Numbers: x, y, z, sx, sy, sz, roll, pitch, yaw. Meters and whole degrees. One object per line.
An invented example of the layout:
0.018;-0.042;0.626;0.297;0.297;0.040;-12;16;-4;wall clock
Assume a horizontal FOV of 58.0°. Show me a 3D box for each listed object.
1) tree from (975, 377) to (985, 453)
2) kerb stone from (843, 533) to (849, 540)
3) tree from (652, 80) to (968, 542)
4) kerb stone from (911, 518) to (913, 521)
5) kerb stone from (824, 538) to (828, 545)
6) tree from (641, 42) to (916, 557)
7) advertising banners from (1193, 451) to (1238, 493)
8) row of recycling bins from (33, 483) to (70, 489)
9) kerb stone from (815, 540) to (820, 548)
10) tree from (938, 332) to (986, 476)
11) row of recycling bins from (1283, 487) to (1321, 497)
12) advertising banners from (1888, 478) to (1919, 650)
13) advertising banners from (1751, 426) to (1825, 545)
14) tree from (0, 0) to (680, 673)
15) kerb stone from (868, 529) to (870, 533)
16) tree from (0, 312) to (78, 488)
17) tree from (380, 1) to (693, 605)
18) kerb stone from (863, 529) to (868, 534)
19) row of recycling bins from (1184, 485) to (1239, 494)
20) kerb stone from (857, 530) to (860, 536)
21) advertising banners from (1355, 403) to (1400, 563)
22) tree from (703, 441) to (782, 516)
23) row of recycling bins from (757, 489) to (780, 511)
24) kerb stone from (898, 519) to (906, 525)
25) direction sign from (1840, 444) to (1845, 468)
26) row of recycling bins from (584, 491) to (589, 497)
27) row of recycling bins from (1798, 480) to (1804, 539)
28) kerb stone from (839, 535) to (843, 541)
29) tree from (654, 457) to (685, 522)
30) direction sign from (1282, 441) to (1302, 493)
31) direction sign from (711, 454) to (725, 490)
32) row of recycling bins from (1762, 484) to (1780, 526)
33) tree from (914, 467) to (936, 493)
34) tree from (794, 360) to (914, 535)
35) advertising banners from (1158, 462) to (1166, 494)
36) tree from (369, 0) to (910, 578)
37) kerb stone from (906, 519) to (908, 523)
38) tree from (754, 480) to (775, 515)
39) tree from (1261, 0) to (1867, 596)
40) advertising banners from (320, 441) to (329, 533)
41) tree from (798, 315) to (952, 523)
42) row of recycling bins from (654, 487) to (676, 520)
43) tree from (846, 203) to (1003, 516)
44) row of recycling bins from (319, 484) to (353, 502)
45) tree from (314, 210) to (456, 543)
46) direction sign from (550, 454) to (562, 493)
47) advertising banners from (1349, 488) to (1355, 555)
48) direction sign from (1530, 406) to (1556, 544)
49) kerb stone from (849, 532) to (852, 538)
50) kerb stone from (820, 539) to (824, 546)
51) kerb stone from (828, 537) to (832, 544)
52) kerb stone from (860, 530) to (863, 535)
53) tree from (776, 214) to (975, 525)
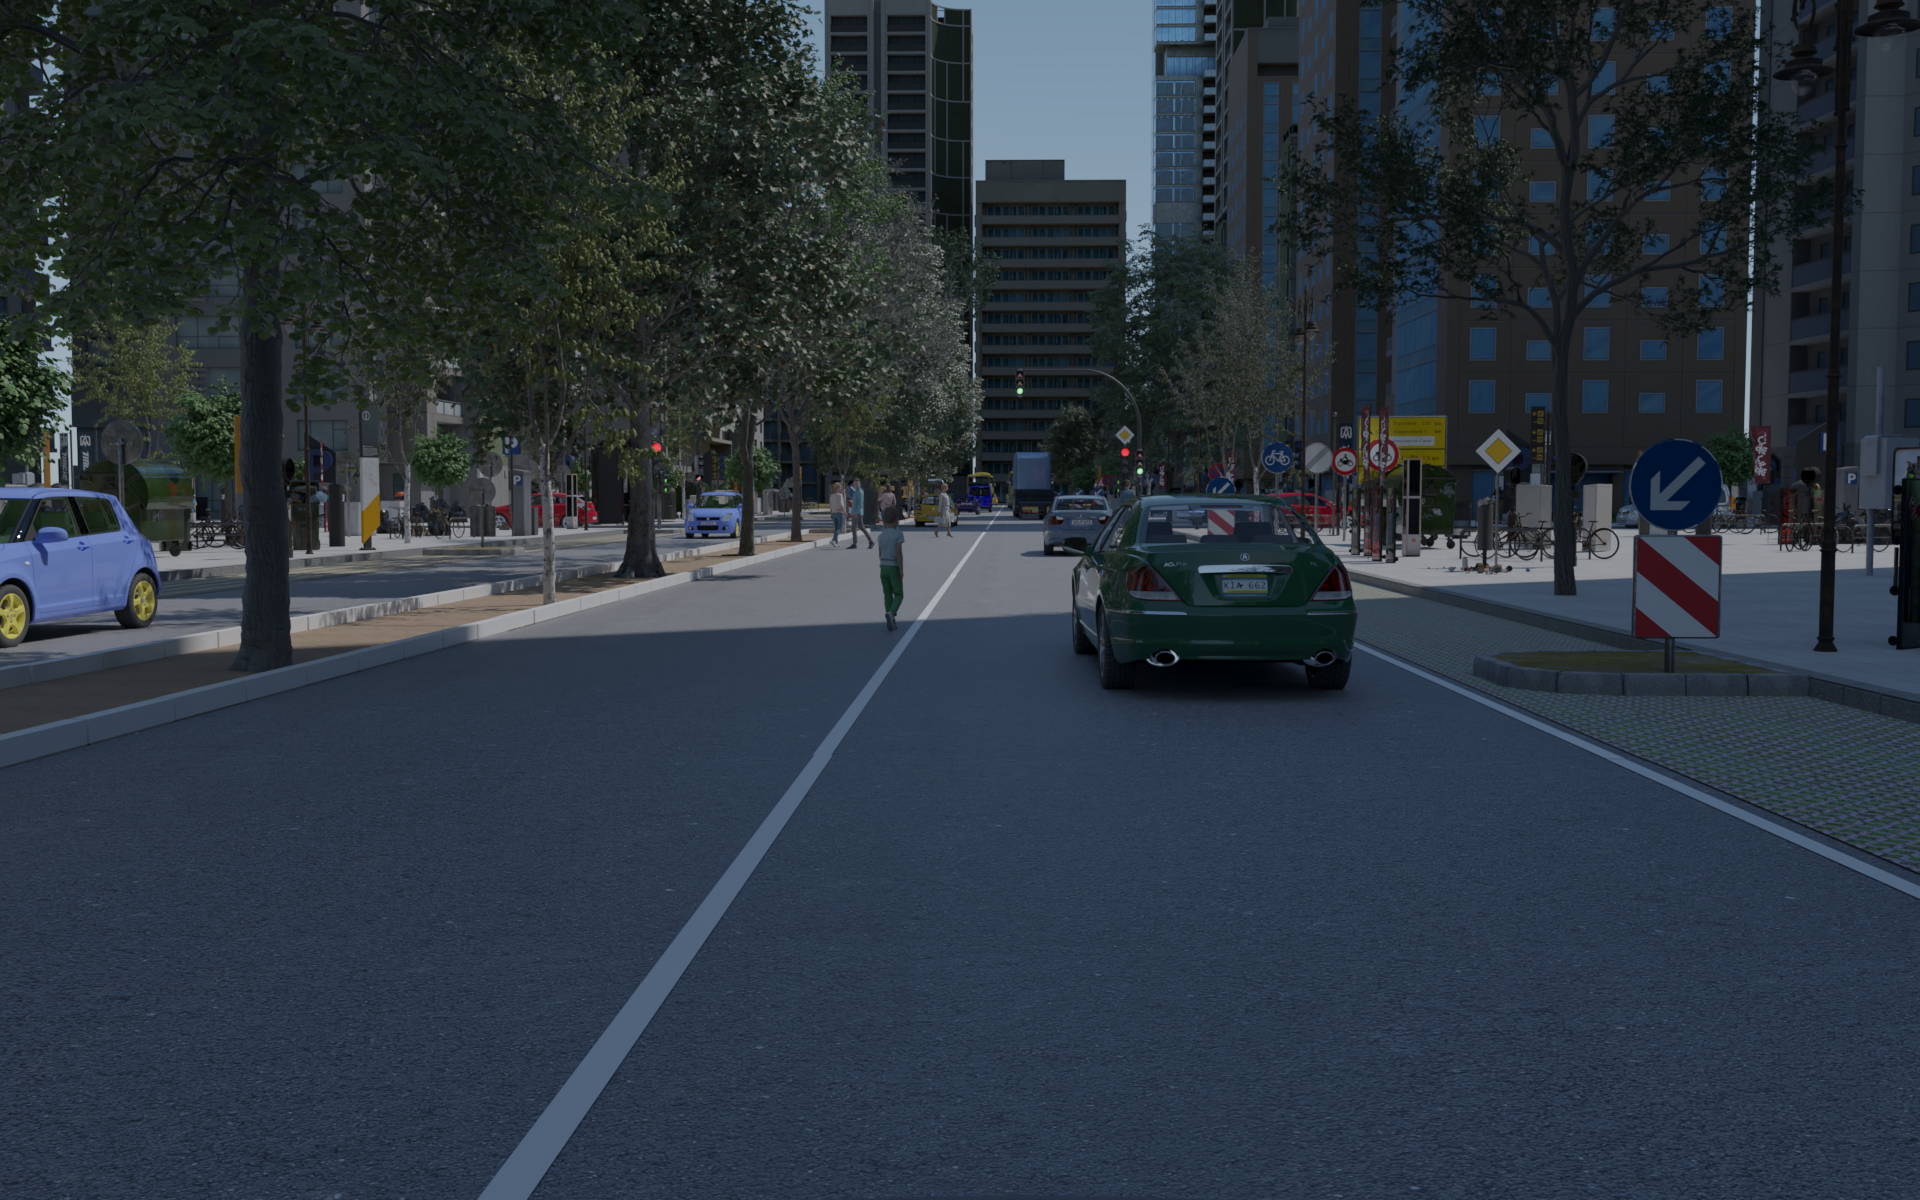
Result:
-2.603;-13.254;125.822;9.857;13.997;8.962;0;3;0;tree
-3.685;-1.972;54.497;0.120;0.150;1.000;0;4;2;kerb stone
-4.850;-8.455;51.062;12.009;13.543;11.850;0;3;0;tree
-2.649;-4.073;88.786;0.120;0.150;1.000;0;4;2;kerb stone
-3.874;-1.600;48.350;0.120;0.150;1.000;0;4;2;kerb stone
-4.801;-6.800;39.388;9.928;11.665;9.643;0;3;0;tree
10.312;-4.533;70.300;2.074;3.025;0.090;2;4;33;advertising banners
-34.286;-3.478;63.982;3.534;1.692;1.069;1;4;22;row of recycling bins
-3.933;-1.475;46.307;0.120;0.150;1.000;0;4;2;kerb stone
-3.412;-10.728;94.864;9.611;12.733;9.660;0;3;0;tree
20.273;-6.023;105.581;3.534;1.692;1.069;2;4;27;row of recycling bins
8.511;-1.132;14.700;2.074;3.025;0.090;-2;4;-34;advertising banners
21.114;-2.926;44.035;0.090;3.025;2.074;-3;5;-43;advertising banners
-5.721;-5.719;14.090;7.486;12.596;7.792;0;3;0;tree
-3.440;-2.477;62.690;0.120;0.150;1.000;0;4;2;kerb stone
-15.281;-2.617;26.499;4.285;4.588;4.351;0;3;0;tree
-5.249;-4.218;21.790;4.737;8.622;4.395;0;3;0;tree
-3.474;-2.413;61.669;0.120;0.150;1.000;0;4;2;kerb stone
12.588;-4.860;86.568;3.534;1.692;1.069;-3;4;-37;row of recycling bins
-3.565;-2.224;58.590;0.120;0.150;1.000;0;4;2;kerb stone
7.961;-2.248;32.936;0.090;3.025;2.074;0;4;-6;advertising banners
-12.122;-7.203;101.478;4.285;4.588;4.351;0;3;0;tree
-14.391;-7.556;130.661;1.069;1.692;3.534;1;4;12;row of recycling bins
-2.810;-3.760;83.664;0.120;0.150;1.000;0;4;2;kerb stone
39.982;-5.293;78.529;0.379;3.537;0.876;1;4;18;direction sign
-32.433;-8.542;146.772;3.534;1.692;1.069;1;4;19;row of recycling bins
25.645;-2.604;49.691;3.534;1.692;1.069;1;4;11;row of recycling bins
-3.739;-1.850;52.449;0.120;0.150;1.000;0;4;2;kerb stone
-13.665;-5.187;79.401;1.663;3.219;1.824;0;3;0;tree
14.180;-5.005;73.822;0.379;3.537;0.876;-3;5;-43;direction sign
-13.734;-6.502;98.310;0.876;3.537;0.379;-3;5;-41;direction sign
34.258;-3.910;71.037;3.534;1.692;1.069;-2;4;-31;row of recycling bins
-3.049;-9.261;104.231;4.737;8.622;4.395;0;3;0;tree
-4.031;-6.563;60.131;4.737;8.622;4.395;0;3;0;tree
11.733;-6.042;94.979;2.074;3.025;0.090;-1;4;-21;advertising banners
-5.469;-6.731;29.520;9.611;12.733;9.660;0;3;0;tree
-2.774;-3.820;84.685;0.120;0.150;1.000;0;4;2;kerb stone
-12.687;-7.004;109.124;1.663;3.219;1.824;0;3;0;tree
7.346;-5.339;21.706;7.601;10.594;8.767;0;4;0;tree
-21.287;-3.787;58.101;0.090;3.025;2.074;-1;4;-12;advertising banners
-4.257;-10.066;85.171;7.486;12.596;7.792;0;3;0;tree
-14.978;-4.949;88.028;1.069;1.692;3.534;-1;4;-15;row of recycling bins
-4.003;-15.555;112.669;12.611;20.169;13.585;0;3;0;tree
-27.414;-4.031;73.014;3.534;1.692;1.069;-2;4;-31;row of recycling bins
-14.503;-5.789;45.018;4.360;8.622;3.978;0;3;0;tree
-21.522;-6.133;92.267;0.876;3.537;0.379;2;4;34;direction sign
8.412;-2.411;35.614;0.090;3.025;2.074;0;4;-7;advertising banners
15.172;-3.225;44.733;0.876;3.537;0.379;0;4;7;direction sign
-3.654;-2.037;55.519;0.120;0.150;1.000;0;4;2;kerb stone
-3.901;-1.531;47.328;0.120;0.150;1.000;0;4;2;kerb stone
-3.841;-1.663;49.379;0.120;0.150;1.000;0;4;2;kerb stone
-3.528;-2.282;59.612;0.120;0.150;1.000;0;4;2;kerb stone
-4.060;-10.229;76.363;9.857;13.997;8.962;0;3;0;tree
